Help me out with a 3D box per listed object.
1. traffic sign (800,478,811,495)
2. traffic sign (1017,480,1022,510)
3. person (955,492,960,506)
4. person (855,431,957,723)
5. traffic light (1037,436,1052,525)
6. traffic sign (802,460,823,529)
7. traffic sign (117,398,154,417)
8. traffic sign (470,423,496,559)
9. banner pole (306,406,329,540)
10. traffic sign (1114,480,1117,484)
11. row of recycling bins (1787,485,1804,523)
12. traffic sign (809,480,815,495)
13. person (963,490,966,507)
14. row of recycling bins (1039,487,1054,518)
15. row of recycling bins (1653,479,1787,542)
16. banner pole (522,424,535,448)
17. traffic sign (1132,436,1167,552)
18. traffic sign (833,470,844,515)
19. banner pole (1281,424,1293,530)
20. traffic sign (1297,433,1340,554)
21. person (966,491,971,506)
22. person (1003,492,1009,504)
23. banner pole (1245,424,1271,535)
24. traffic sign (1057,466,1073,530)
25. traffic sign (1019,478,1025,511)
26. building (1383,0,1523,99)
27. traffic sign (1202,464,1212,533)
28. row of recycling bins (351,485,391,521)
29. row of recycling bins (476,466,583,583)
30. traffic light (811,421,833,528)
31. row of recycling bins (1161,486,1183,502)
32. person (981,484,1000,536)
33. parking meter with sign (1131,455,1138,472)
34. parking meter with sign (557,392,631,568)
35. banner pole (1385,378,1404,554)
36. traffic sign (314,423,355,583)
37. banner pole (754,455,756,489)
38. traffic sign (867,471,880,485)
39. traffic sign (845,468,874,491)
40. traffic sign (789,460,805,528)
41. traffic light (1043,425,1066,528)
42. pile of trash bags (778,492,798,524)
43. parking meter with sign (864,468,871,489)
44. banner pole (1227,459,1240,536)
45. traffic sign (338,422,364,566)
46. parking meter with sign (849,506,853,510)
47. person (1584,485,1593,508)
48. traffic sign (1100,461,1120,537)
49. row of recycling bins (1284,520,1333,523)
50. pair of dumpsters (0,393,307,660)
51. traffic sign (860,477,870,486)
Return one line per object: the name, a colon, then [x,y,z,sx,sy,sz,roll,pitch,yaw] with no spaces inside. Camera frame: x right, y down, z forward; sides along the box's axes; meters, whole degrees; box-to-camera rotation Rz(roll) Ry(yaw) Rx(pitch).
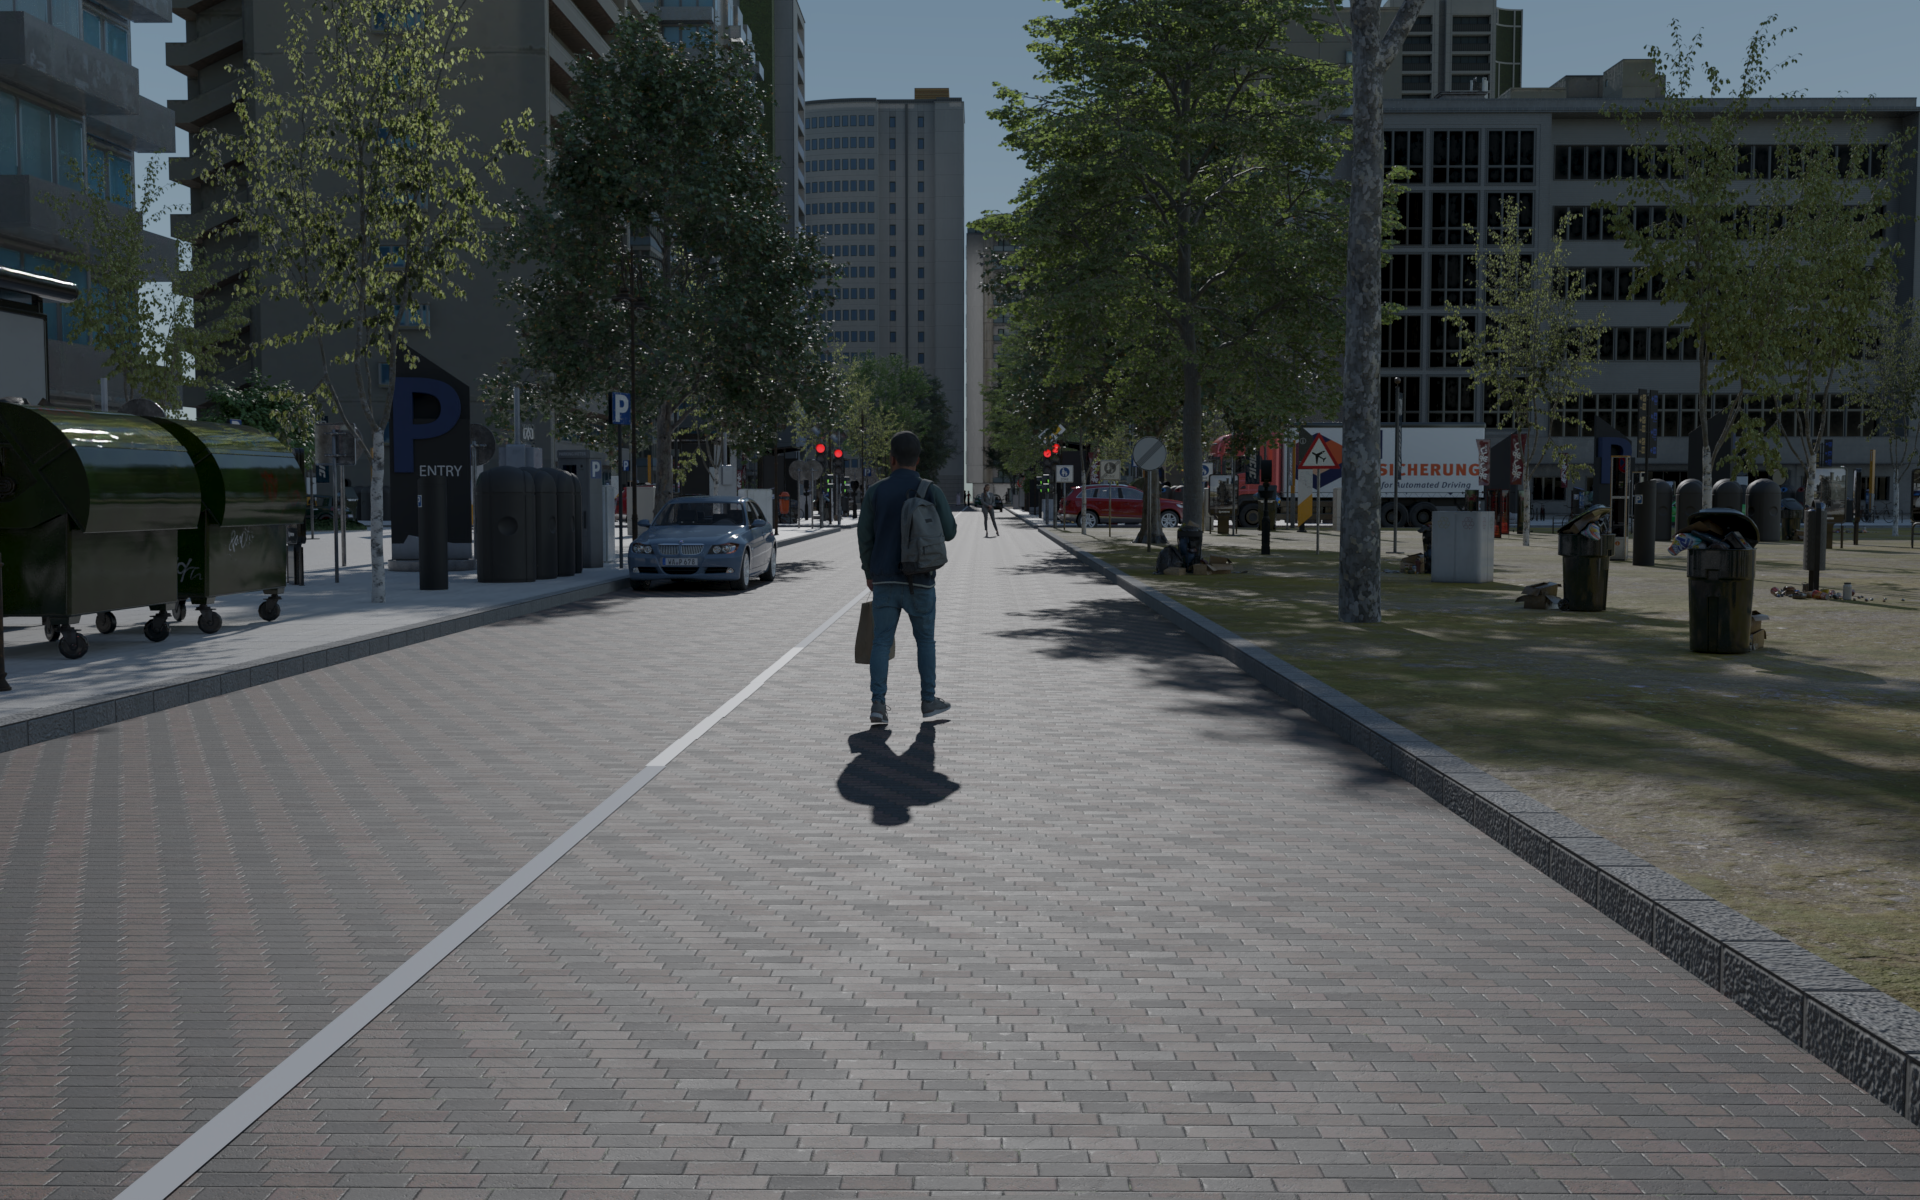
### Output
traffic sign: [-8.670,-5.886,96.335,0.768,2.556,0.104,0,4,7]
traffic sign: [5.057,-8.640,141.363,0.768,2.556,0.104,0,4,4]
person: [-0.214,-12.394,211.805,0.621,1.740,0.551,3,5,40]
person: [-0.392,-0.144,10.844,0.794,1.824,0.713,2,4,25]
traffic light: [3.643,-5.125,72.719,0.839,4.253,0.868,0,4,1]
traffic sign: [-5.484,-3.925,64.278,0.768,2.556,0.104,0,4,6]
traffic sign: [-10.890,-1.402,23.031,0.768,2.556,0.104,0,4,7]
traffic sign: [-8.748,-1.905,31.246,0.768,2.556,0.104,0,4,1]
banner pole: [-18.106,-3.597,48.827,0.863,3.779,0.401,1,4,20]
traffic sign: [9.323,-6.547,107.154,0.768,2.556,0.104,1,4,10]
row of recycling bins: [37.018,-4.257,76.721,1.069,1.692,3.534,-3,4,-37]
traffic sign: [-8.542,-5.906,98.684,0.606,2.300,0.079,0,4,2]
person: [0.528,-11.616,198.058,0.705,1.869,1.348,0,4,1]
row of recycling bins: [4.846,-5.327,94.208,1.069,1.692,3.534,0,4,6]
row of recycling bins: [20.440,-2.453,47.213,3.534,1.692,1.069,1,4,16]
banner pole: [-13.604,-3.921,54.132,0.401,3.779,0.863,3,5,41]
traffic sign: [4.182,-2.332,38.240,0.768,2.556,0.104,1,4,9]
traffic sign: [-6.351,-5.444,89.109,0.768,2.556,0.104,0,4,5]
banner pole: [11.808,-4.407,62.063,0.401,3.779,0.863,2,4,26]
traffic sign: [7.595,-2.245,36.709,0.884,2.594,0.081,1,4,9]
person: [0.963,-11.769,200.856,0.705,1.831,1.348,-2,4,-35]
person: [6.059,-13.407,228.416,0.721,1.735,1.217,-3,5,-44]
banner pole: [9.264,-3.907,53.895,0.863,3.779,0.401,2,4,25]
traffic sign: [3.719,-3.642,61.680,0.606,2.300,0.079,0,4,1]
traffic sign: [4.816,-7.878,128.814,0.884,2.594,0.081,0,4,8]
building: [70.790,-49.841,253.145,20.611,71.187,20.563,0,4,1]
traffic sign: [7.983,-3.346,56.837,0.606,2.300,0.079,1,4,10]
row of recycling bins: [-28.713,-4.689,83.786,3.534,1.692,1.069,2,4,33]
row of recycling bins: [-6.550,-1.196,26.665,1.069,1.692,3.534,0,4,2]
traffic light: [-5.172,-4.643,64.831,0.839,4.253,0.868,0,4,1]
row of recycling bins: [10.684,-5.000,88.866,3.534,1.692,1.069,3,5,44]
person: [1.031,-3.080,59.135,0.520,1.790,0.573,-3,5,-39]
parking meter with sign: [8.122,-4.934,76.924,0.543,3.016,1.738,1,4,22]
parking meter with sign: [-6.609,-2.073,30.152,1.738,3.016,0.543,2,4,23]
banner pole: [9.492,-2.905,37.512,0.401,3.779,0.863,2,4,24]
traffic sign: [-9.016,-1.399,25.004,0.606,2.300,0.079,0,4,6]
banner pole: [-10.484,-6.139,90.396,0.863,3.779,0.401,0,4,-1]
traffic sign: [-4.906,-6.063,99.137,0.884,2.594,0.081,1,4,10]
traffic sign: [-7.788,-8.544,133.570,2.265,3.308,0.079,0,4,2]
traffic sign: [-6.023,-3.953,64.739,0.768,2.556,0.104,0,4,5]
traffic light: [3.539,-4.637,64.735,0.839,4.253,0.868,0,4,1]
pile of trash bags: [-7.858,-3.966,74.603,1.912,1.369,3.447,-1,4,-19]
parking meter with sign: [-5.936,-7.422,117.612,0.543,3.016,1.738,1,4,21]
banner pole: [8.286,-3.826,52.576,0.401,3.779,0.863,1,4,17]
traffic sign: [-10.927,-1.868,30.652,0.768,2.556,0.104,0,4,5]
parking meter with sign: [-8.823,-8.561,136.238,0.543,3.016,1.738,-2,4,-35]
person: [24.548,-3.579,67.008,0.794,1.824,0.713,-3,4,-38]
traffic sign: [4.493,-3.043,51.875,0.606,2.300,0.079,1,4,9]
row of recycling bins: [15.962,-4.226,76.201,3.534,1.692,1.069,2,4,31]
pair of dumpsters: [-7.385,-0.787,15.366,1.574,2.255,4.437,0,4,1]
traffic sign: [-7.000,-7.815,127.880,0.768,2.556,0.104,0,4,3]
